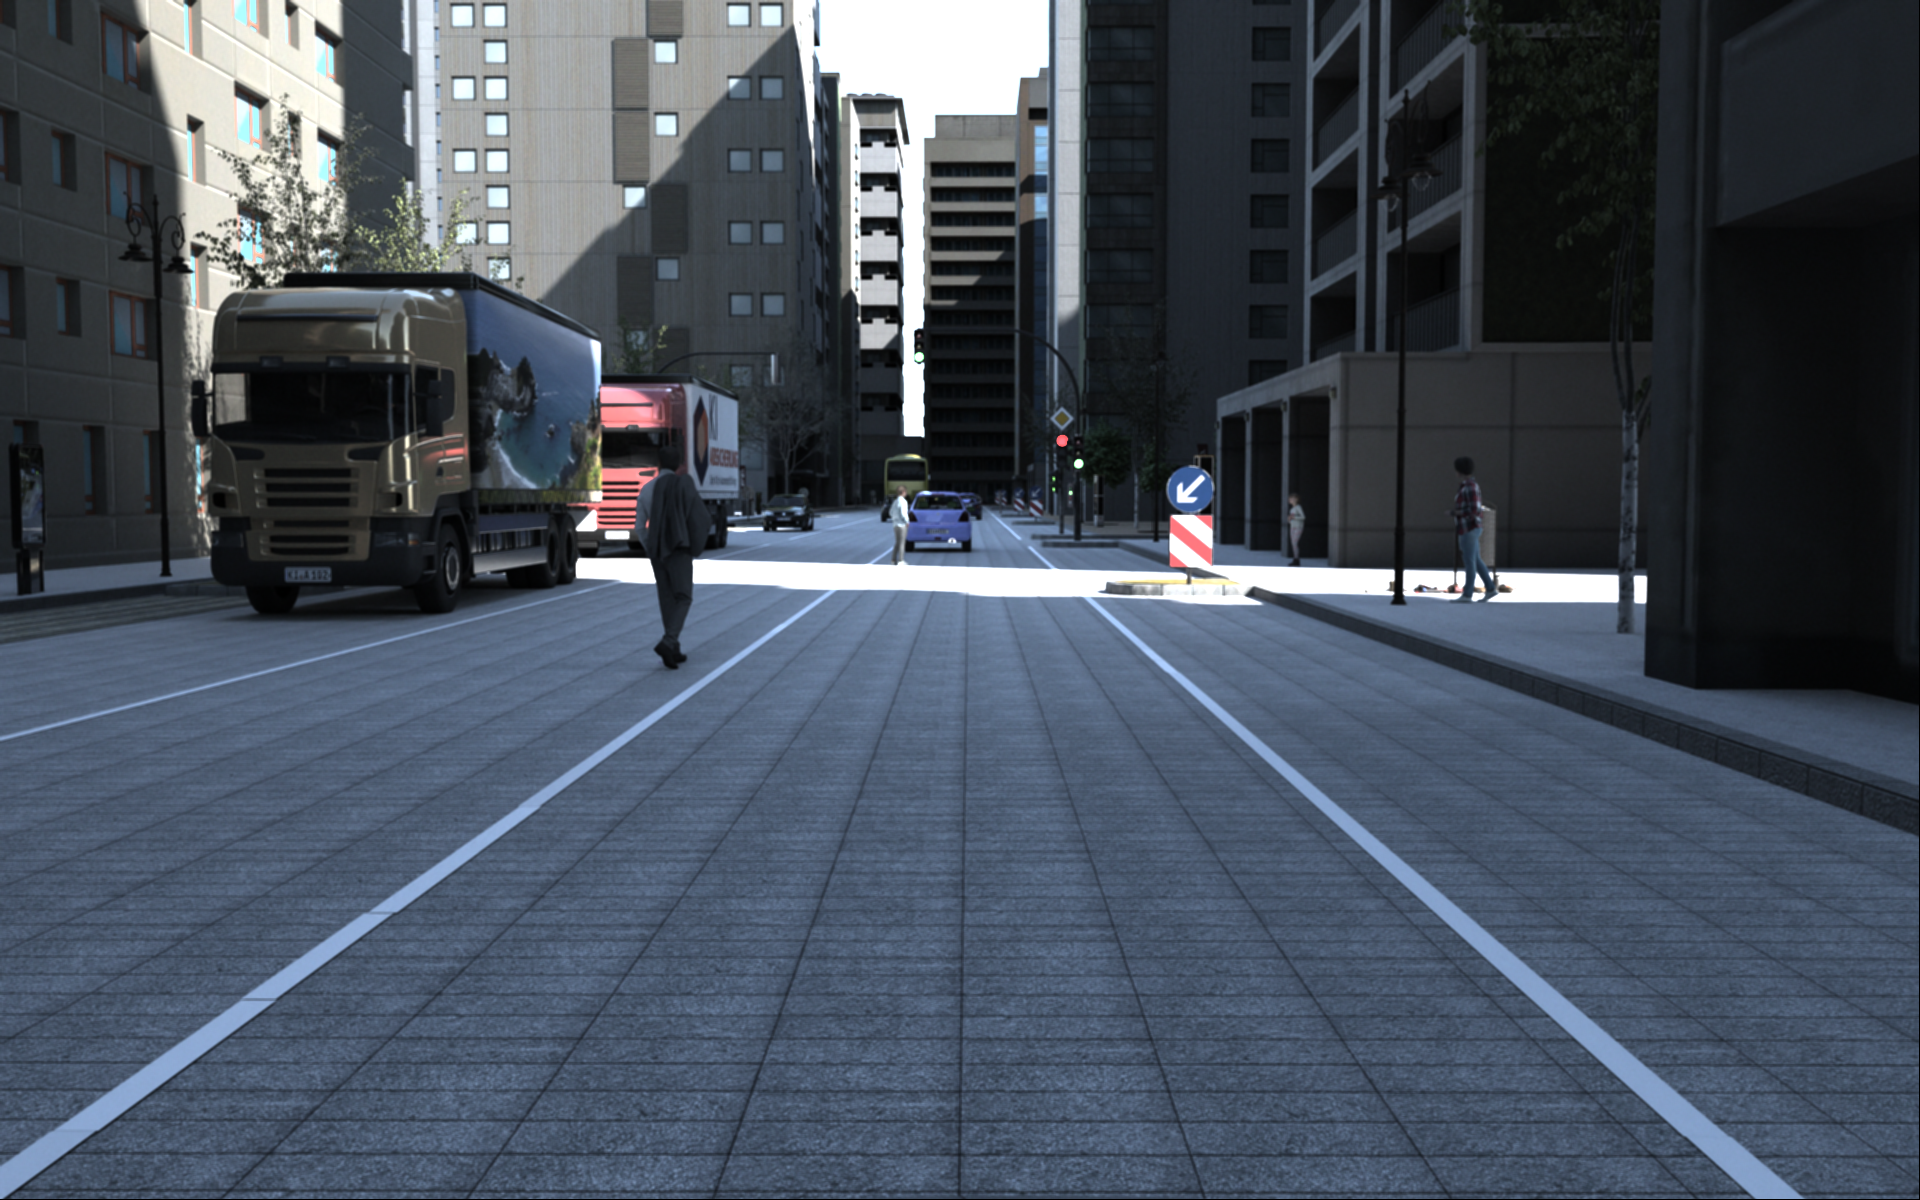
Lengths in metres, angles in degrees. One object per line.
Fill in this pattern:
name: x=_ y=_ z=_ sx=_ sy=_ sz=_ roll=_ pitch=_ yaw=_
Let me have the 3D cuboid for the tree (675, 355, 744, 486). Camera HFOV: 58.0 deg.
tree: x=-13.164 y=-8.564 z=90.383 sx=4.360 sy=8.622 sz=3.978 roll=0 pitch=3 yaw=0

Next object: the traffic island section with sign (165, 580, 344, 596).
traffic island section with sign: x=-10.085 y=-1.005 z=25.052 sx=1.989 sy=1.847 sz=2.006 roll=0 pitch=4 yaw=0

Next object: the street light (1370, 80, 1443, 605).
street light: x=5.094 y=-2.884 z=19.939 sx=0.468 sy=5.910 sz=1.993 roll=0 pitch=4 yaw=0

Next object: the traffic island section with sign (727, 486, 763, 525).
traffic island section with sign: x=-9.807 y=-4.384 z=80.308 sx=1.989 sy=1.847 sz=2.006 roll=0 pitch=4 yaw=0

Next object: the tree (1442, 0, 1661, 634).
tree: x=6.368 y=-3.992 z=15.634 sx=4.737 sy=8.622 sz=4.395 roll=0 pitch=3 yaw=0

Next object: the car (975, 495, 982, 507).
car: x=1.281 y=-10.101 z=177.509 sx=2.083 sy=1.381 sz=4.827 roll=0 pitch=4 yaw=-1

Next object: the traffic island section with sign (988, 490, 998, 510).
traffic island section with sign: x=3.810 y=-9.098 z=157.387 sx=1.989 sy=1.847 sz=2.006 roll=0 pitch=4 yaw=0

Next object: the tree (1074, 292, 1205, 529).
tree: x=6.801 y=-6.952 z=64.034 sx=4.360 sy=8.622 sz=3.978 roll=0 pitch=3 yaw=0

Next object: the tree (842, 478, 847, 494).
tree: x=-12.415 y=-11.458 z=181.940 sx=1.663 sy=3.219 sz=1.824 roll=0 pitch=3 yaw=0

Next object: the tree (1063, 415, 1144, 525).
tree: x=6.015 y=-5.431 z=72.511 sx=4.285 sy=4.588 sz=4.351 roll=0 pitch=3 yaw=0

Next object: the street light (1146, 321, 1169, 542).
street light: x=5.278 y=-4.504 z=46.428 sx=0.468 sy=5.910 sz=1.993 roll=0 pitch=4 yaw=0

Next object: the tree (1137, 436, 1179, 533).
tree: x=6.367 y=-3.846 z=57.487 sx=1.663 sy=3.219 sz=1.824 roll=0 pitch=3 yaw=0

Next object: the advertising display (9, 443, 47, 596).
advertising display: x=-11.971 y=-1.043 z=22.264 sx=0.123 sy=1.923 sz=0.974 roll=-1 pitch=4 yaw=-12

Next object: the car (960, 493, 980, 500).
car: x=0.512 y=-7.213 z=127.522 sx=1.945 sy=1.707 sz=3.694 roll=0 pitch=4 yaw=-1

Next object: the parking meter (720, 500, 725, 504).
parking meter: x=-17.477 y=-7.283 z=127.490 sx=0.372 sy=1.533 sz=0.369 roll=0 pitch=3 yaw=0

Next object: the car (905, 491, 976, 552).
car: x=-0.562 y=-2.117 z=44.200 sx=1.945 sy=1.707 sz=3.694 roll=0 pitch=4 yaw=-1

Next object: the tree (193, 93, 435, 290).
tree: x=-12.157 y=-5.053 z=32.984 sx=4.360 sy=8.622 sz=3.978 roll=0 pitch=3 yaw=0

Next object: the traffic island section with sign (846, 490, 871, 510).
traffic island section with sign: x=-9.407 y=-9.160 z=158.399 sx=1.989 sy=1.847 sz=2.006 roll=0 pitch=4 yaw=0

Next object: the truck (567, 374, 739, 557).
truck: x=-7.459 y=-3.297 z=42.824 sx=2.839 sy=4.237 sz=11.283 roll=0 pitch=4 yaw=1

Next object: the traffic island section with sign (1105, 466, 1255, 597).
traffic island section with sign: x=3.139 y=-1.010 z=25.141 sx=1.989 sy=1.847 sz=2.006 roll=0 pitch=4 yaw=0

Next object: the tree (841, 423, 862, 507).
tree: x=-11.924 y=-13.848 z=176.772 sx=4.360 sy=8.622 sz=3.978 roll=0 pitch=3 yaw=0

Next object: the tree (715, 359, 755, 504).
tree: x=-13.300 y=-8.858 z=95.190 sx=4.737 sy=8.622 sz=4.395 roll=0 pitch=3 yaw=0

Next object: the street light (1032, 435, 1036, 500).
street light: x=5.555 y=-9.634 z=130.304 sx=0.468 sy=5.910 sz=1.993 roll=0 pitch=4 yaw=0

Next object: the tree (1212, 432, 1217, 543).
tree: x=7.185 y=-3.151 z=46.127 sx=1.663 sy=3.219 sz=1.824 roll=0 pitch=3 yaw=0

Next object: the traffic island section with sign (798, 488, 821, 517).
traffic island section with sign: x=-9.660 y=-6.036 z=107.312 sx=1.989 sy=1.847 sz=2.006 roll=0 pitch=4 yaw=0

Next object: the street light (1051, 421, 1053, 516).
street light: x=5.502 y=-7.996 z=103.519 sx=0.468 sy=5.910 sz=1.993 roll=0 pitch=4 yaw=0

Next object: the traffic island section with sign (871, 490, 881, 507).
traffic island section with sign: x=-9.273 y=-10.809 z=185.354 sx=1.989 sy=1.847 sz=2.006 roll=0 pitch=4 yaw=0

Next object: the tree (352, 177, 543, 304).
tree: x=-12.356 y=-5.561 z=41.289 sx=4.737 sy=8.622 sz=4.395 roll=0 pitch=3 yaw=0

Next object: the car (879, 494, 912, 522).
car: x=-3.232 y=-4.922 z=90.263 sx=2.009 sy=1.686 sz=4.222 roll=0 pitch=4 yaw=-1

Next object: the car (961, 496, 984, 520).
car: x=0.340 y=-5.151 z=96.805 sx=1.945 sy=1.354 sz=3.894 roll=0 pitch=4 yaw=2

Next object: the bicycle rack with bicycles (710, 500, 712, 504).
bicycle rack with bicycles: x=-16.509 y=-6.436 z=118.612 sx=2.852 sy=0.926 sz=2.925 roll=0 pitch=4 yaw=-5

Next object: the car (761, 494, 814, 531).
car: x=-6.695 y=-3.540 z=67.666 sx=2.009 sy=1.686 sz=4.222 roll=0 pitch=4 yaw=0

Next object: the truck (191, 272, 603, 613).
truck: x=-7.323 y=-2.158 z=24.204 sx=2.839 sy=4.237 sz=11.283 roll=0 pitch=4 yaw=0

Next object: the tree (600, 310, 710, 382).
tree: x=-13.203 y=-7.237 z=68.685 sx=4.737 sy=8.622 sz=4.395 roll=0 pitch=3 yaw=0

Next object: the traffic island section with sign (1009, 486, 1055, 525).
traffic island section with sign: x=3.422 y=-4.429 z=81.042 sx=1.989 sy=1.847 sz=2.006 roll=0 pitch=4 yaw=0

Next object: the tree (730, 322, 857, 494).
tree: x=-12.156 y=-12.968 z=122.397 sx=12.009 sy=13.543 sz=11.850 roll=0 pitch=3 yaw=0

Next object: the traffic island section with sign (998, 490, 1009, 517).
traffic island section with sign: x=3.552 y=-6.078 z=107.997 sx=1.989 sy=1.847 sz=2.006 roll=0 pitch=4 yaw=0

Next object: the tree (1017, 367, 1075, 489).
tree: x=5.399 y=-8.943 z=96.574 sx=4.360 sy=8.622 sz=3.978 roll=0 pitch=3 yaw=0

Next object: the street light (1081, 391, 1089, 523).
street light: x=5.429 y=-6.349 z=76.598 sx=0.468 sy=5.910 sz=1.993 roll=0 pitch=4 yaw=0

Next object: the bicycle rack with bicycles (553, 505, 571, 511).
bicycle rack with bicycles: x=-17.846 y=-4.125 z=80.830 sx=2.852 sy=0.926 sz=2.925 roll=-1 pitch=4 yaw=-15
